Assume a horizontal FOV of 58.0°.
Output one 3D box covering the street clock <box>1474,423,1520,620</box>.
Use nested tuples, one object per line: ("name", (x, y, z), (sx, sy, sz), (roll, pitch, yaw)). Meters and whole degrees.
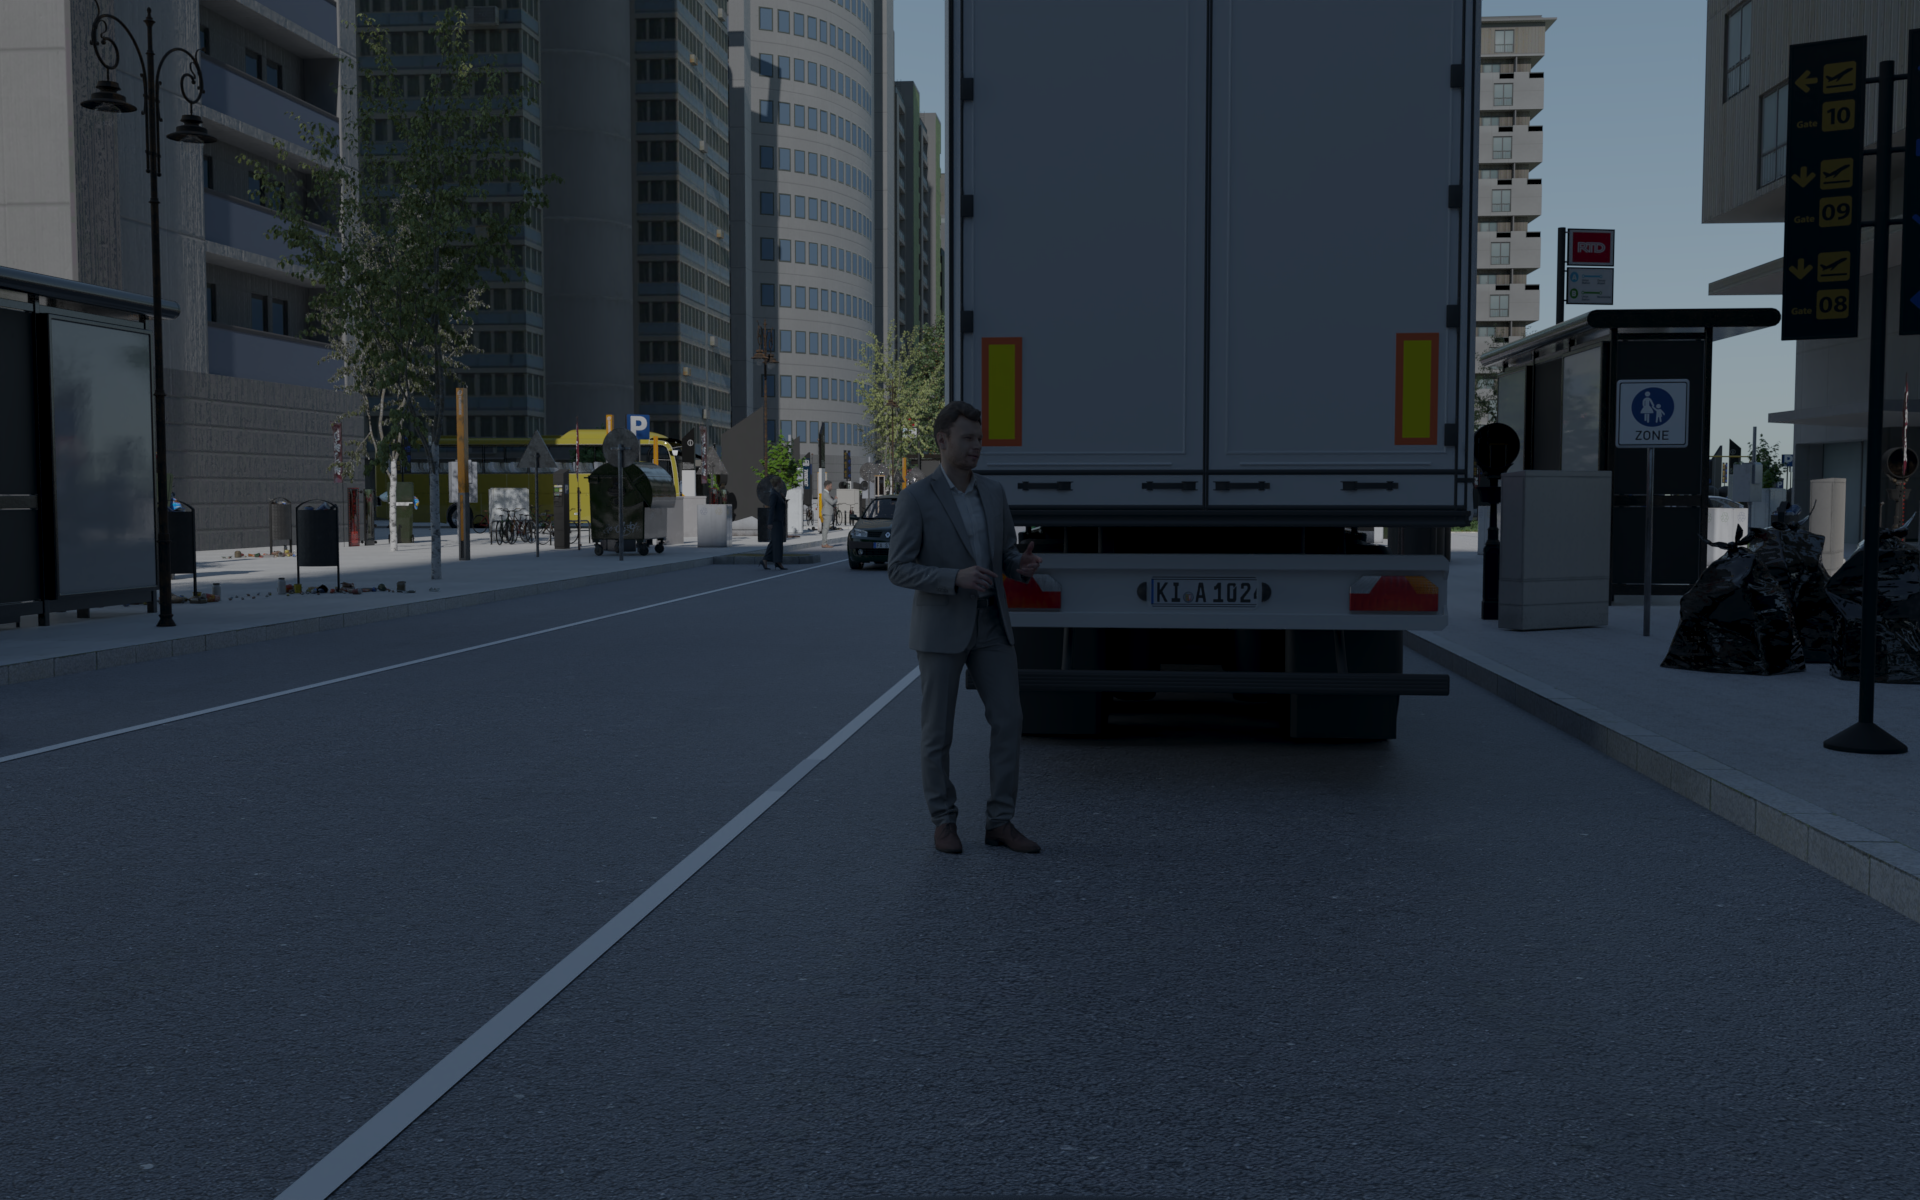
("street clock", (5.442, -0.801, 17.670), (0.471, 2.002, 0.358), (1, 4, 11))

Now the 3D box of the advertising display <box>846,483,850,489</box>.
("advertising display", (-6.507, -5.843, 100.742), (0.123, 1.923, 0.974), (0, 4, 3))

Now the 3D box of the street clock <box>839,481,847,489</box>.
("street clock", (-6.708, -5.795, 99.310), (0.471, 2.002, 0.358), (-3, 4, -38))

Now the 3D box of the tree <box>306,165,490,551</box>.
("tree", (-12.735, -5.414, 38.885), (4.360, 8.622, 3.978), (0, 3, 0))

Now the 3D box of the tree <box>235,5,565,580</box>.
("tree", (-8.119, -4.612, 25.772), (4.737, 8.622, 4.395), (0, 3, 0))

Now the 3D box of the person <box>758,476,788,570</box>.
("person", (-3.510, -1.456, 32.728), (0.534, 1.772, 0.576), (-1, 4, -20))

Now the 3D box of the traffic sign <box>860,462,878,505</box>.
("traffic sign", (-3.650, -4.238, 69.394), (0.768, 2.556, 0.104), (1, 4, 8))

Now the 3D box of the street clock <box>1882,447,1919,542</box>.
("street clock", (14.546, -1.363, 26.859), (0.471, 2.002, 0.358), (0, 4, 5))

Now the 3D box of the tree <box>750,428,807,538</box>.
("tree", (-5.368, -3.454, 51.078), (1.663, 3.219, 1.824), (0, 3, 0))

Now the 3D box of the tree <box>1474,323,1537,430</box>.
("tree", (23.938, -7.627, 75.068), (4.360, 8.622, 3.978), (0, 3, 0))

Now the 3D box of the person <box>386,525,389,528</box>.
("person", (-22.685, -3.466, 69.444), (0.640, 1.303, 0.475), (0, 4, -7))

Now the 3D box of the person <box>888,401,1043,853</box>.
("person", (0.052, 0.110, 6.901), (0.606, 1.804, 0.583), (-3, 4, -37))

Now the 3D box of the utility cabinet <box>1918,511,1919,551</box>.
("utility cabinet", (10.945, -0.463, 18.734), (1.020, 1.237, 0.306), (2, 4, 29))

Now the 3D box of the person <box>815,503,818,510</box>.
("person", (-5.296, -3.564, 66.681), (0.656, 1.842, 0.836), (1, 4, 15))

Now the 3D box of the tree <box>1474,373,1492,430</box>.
("tree", (25.864, -8.627, 91.415), (4.737, 8.622, 4.395), (0, 3, 0))

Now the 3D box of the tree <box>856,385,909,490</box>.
("tree", (-4.907, -10.156, 116.419), (4.360, 8.622, 3.978), (0, 3, 0))

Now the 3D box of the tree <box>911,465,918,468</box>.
("tree", (-2.697, -9.775, 143.531), (4.285, 4.588, 4.351), (0, 3, 0))

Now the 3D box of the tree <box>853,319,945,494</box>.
("tree", (-2.727, -7.559, 73.945), (4.737, 8.622, 4.395), (0, 3, 0))

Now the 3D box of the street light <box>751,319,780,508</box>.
("street light", (-5.148, -4.473, 45.919), (0.468, 5.910, 1.993), (0, 4, 5))

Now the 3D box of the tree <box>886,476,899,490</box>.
("tree", (-5.087, -7.936, 124.357), (1.663, 3.219, 1.824), (0, 3, 0))

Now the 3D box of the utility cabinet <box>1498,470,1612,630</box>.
("utility cabinet", (5.650, -0.476, 16.464), (1.173, 1.500, 0.318), (-2, 4, -30))

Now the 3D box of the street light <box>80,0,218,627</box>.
("street light", (-7.699, -2.681, 16.621), (0.468, 5.910, 1.993), (0, 4, 5))

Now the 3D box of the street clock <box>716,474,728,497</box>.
("street clock", (-7.103, -2.881, 51.672), (0.358, 2.002, 0.471), (-2, 4, -25))

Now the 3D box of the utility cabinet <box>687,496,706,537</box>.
("utility cabinet", (-8.082, -2.483, 51.751), (1.020, 1.237, 0.306), (-3, 5, -43))

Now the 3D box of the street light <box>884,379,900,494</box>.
("street light", (-2.714, -5.939, 69.896), (0.468, 5.910, 1.993), (0, 4, 5))

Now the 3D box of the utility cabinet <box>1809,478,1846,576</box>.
("utility cabinet", (12.087, -0.948, 24.176), (0.318, 1.500, 1.173), (2, 4, 34))

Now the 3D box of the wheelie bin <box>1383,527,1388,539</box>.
("wheelie bin", (12.121, -2.548, 49.560), (0.980, 1.594, 0.693), (2, 4, 31))

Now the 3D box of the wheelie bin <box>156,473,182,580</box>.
("wheelie bin", (-12.133, -1.101, 25.918), (0.980, 1.594, 0.693), (-1, 4, -14))

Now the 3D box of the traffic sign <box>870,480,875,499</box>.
("traffic sign", (-3.970, -4.949, 81.030), (0.768, 2.556, 0.104), (0, 4, 7))

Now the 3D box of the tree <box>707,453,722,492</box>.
("tree", (-10.830, -5.162, 79.000), (1.663, 3.219, 1.824), (0, 3, 0))

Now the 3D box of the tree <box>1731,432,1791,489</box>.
("tree", (25.186, -3.676, 54.705), (1.663, 3.219, 1.824), (0, 3, 0))

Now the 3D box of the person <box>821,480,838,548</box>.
("person", (-3.483, -2.300, 46.282), (0.466, 1.800, 0.511), (-1, 4, -18))

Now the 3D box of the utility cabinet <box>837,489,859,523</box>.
("utility cabinet", (-4.908, -4.115, 75.965), (0.318, 1.500, 1.173), (-3, 5, -45))

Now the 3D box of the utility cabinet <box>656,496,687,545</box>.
("utility cabinet", (-7.411, -2.022, 44.216), (0.306, 1.237, 1.020), (1, 4, 17))

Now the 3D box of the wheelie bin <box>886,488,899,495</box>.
("wheelie bin", (-3.221, -4.615, 83.360), (0.693, 1.594, 0.980), (-2, 4, -30))

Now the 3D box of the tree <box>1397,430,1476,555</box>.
("tree", (5.963, -1.720, 22.723), (1.663, 3.219, 1.824), (0, 3, 0))

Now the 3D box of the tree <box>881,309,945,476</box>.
("tree", (-0.219, -11.541, 105.705), (9.611, 12.733, 9.660), (0, 3, 0))

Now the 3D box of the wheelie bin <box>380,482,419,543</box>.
("wheelie bin", (-14.642, -2.284, 45.249), (0.980, 1.594, 0.693), (-1, 4, -18))

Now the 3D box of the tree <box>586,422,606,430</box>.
("tree", (-16.338, -5.848, 79.326), (4.285, 4.588, 4.351), (0, 3, 0))

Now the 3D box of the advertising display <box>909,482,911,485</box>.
("advertising display", (-1.860, -4.504, 78.853), (0.974, 1.923, 0.123), (1, 4, 18))

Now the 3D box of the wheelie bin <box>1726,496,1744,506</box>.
("wheelie bin", (38.007, -4.697, 84.701), (0.980, 1.594, 0.693), (1, 4, 14))

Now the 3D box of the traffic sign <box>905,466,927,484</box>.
("traffic sign", (-1.559, -3.528, 61.329), (0.795, 2.450, 0.064), (0, 4, 5))
